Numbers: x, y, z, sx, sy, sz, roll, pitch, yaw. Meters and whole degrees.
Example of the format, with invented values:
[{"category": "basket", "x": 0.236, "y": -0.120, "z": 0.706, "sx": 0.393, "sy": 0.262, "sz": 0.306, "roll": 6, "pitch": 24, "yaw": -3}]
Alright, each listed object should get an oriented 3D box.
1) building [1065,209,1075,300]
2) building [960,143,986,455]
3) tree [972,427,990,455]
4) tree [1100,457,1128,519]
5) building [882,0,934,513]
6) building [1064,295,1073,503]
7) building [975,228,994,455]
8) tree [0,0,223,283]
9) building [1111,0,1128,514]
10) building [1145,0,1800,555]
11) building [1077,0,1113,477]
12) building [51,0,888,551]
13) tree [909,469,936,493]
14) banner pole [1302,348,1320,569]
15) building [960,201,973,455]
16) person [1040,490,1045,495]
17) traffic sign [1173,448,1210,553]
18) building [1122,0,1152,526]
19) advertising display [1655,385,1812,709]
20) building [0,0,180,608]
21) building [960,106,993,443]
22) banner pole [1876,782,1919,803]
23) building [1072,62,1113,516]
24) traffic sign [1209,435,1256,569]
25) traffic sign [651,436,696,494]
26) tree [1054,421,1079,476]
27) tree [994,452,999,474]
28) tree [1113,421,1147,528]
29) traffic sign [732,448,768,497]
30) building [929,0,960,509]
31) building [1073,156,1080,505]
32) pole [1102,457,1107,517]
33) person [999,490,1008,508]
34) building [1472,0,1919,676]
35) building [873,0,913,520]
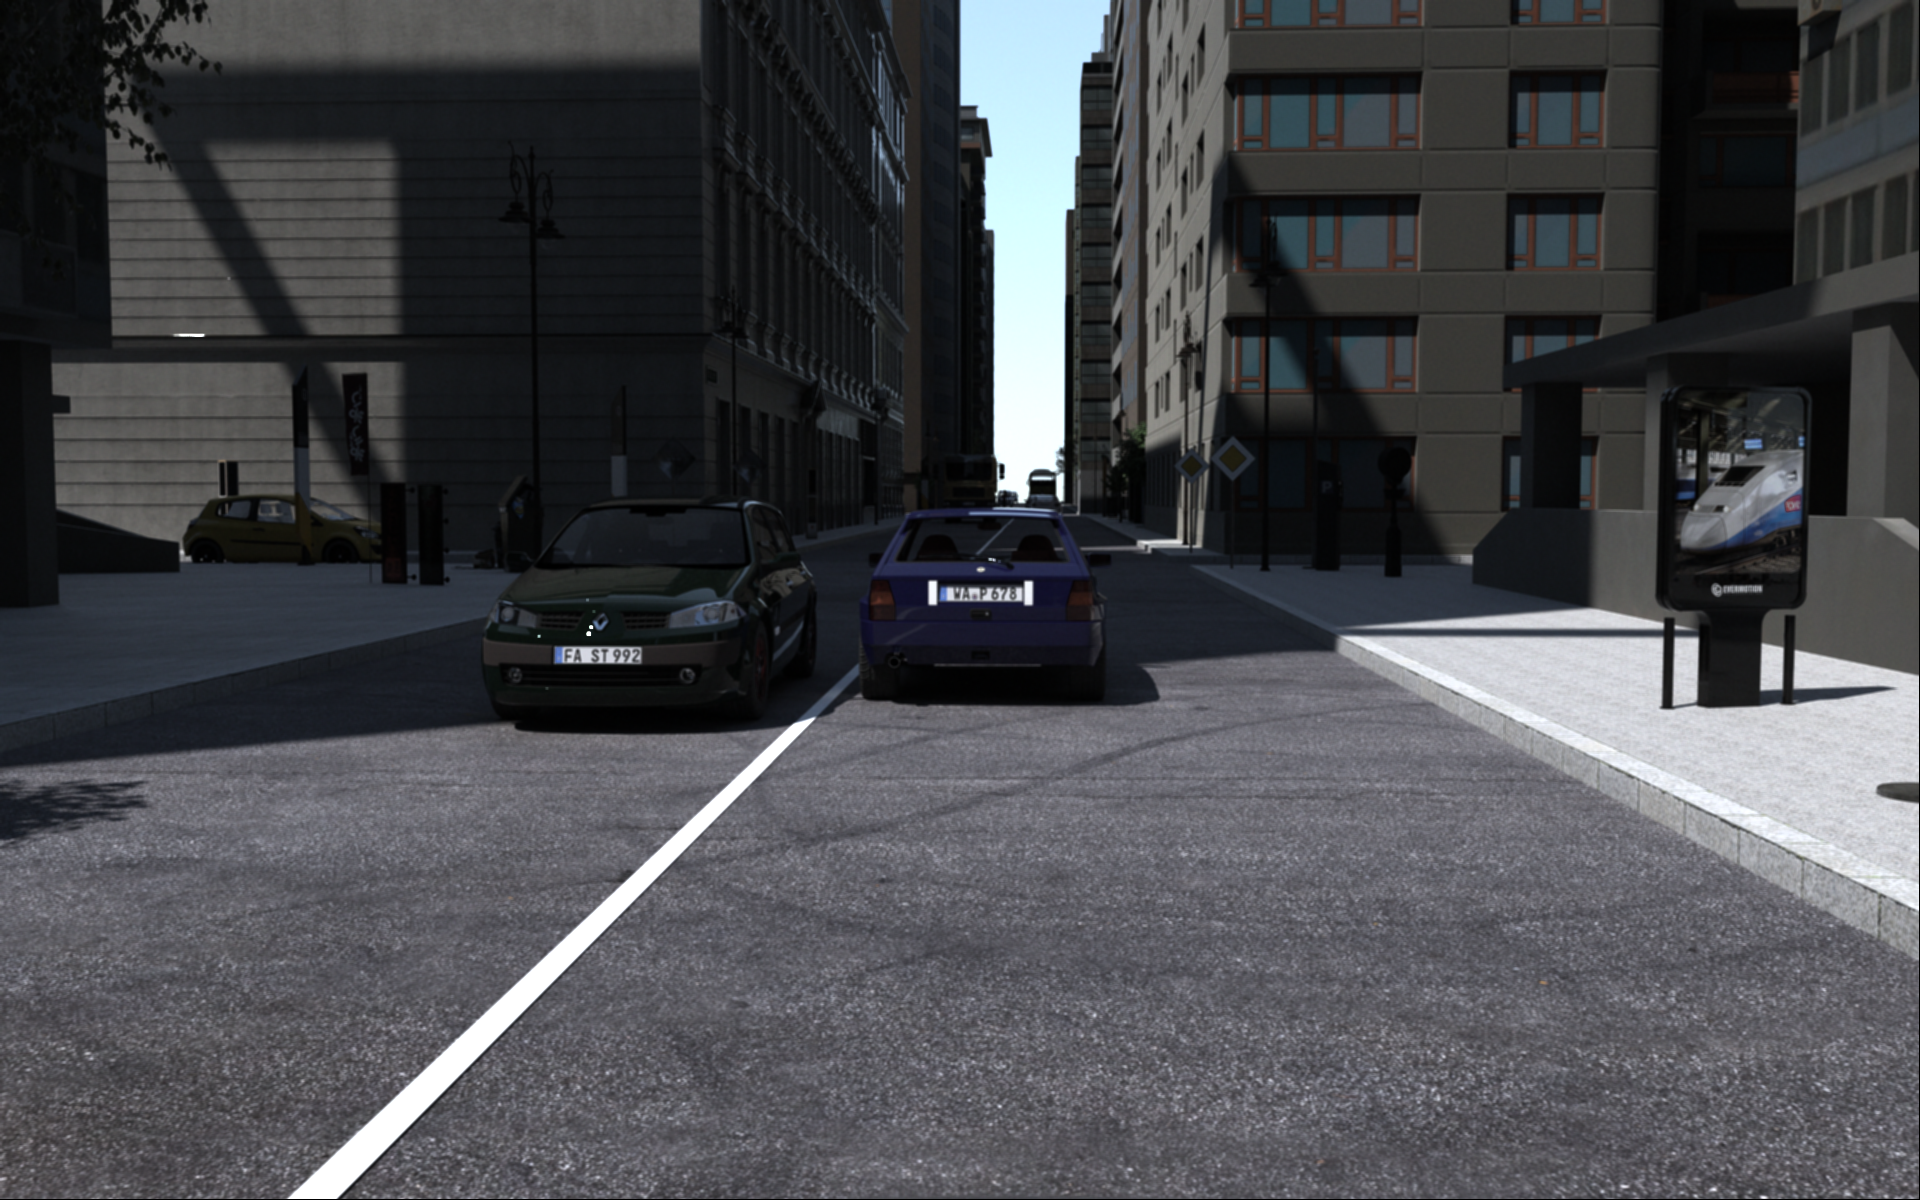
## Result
[{"category": "building", "x": 22.979, "y": -37.545, "z": 263.977, "sx": 14.600, "sy": 45.320, "sz": 14.200, "roll": 0, "pitch": 4, "yaw": 3}, {"category": "building", "x": -8.134, "y": -34.073, "z": 211.711, "sx": 22.147, "sy": 44.769, "sz": 28.867, "roll": 0, "pitch": 4, "yaw": 3}, {"category": "tree", "x": 1.333, "y": -14.715, "z": 190.955, "sx": 4.737, "sy": 8.622, "sz": 4.395, "roll": 0, "pitch": 3, "yaw": 0}, {"category": "tree", "x": 7.937, "y": -5.763, "z": 88.826, "sx": 1.663, "sy": 3.219, "sz": 1.824, "roll": 0, "pitch": 3, "yaw": 0}, {"category": "building", "x": -9.137, "y": -28.795, "z": 120.915, "sx": 14.600, "sy": 45.320, "sz": 14.200, "roll": 0, "pitch": 4, "yaw": 3}, {"category": "building", "x": 22.106, "y": -29.273, "z": 250.311, "sx": 14.160, "sy": 30.474, "sz": 14.107, "roll": 0, "pitch": 4, "yaw": 3}, {"category": "building", "x": -2.041, "y": -35.294, "z": 260.658, "sx": 14.154, "sy": 41.232, "sz": 14.086, "roll": 0, "pitch": 4, "yaw": 3}, {"category": "tree", "x": -6.835, "y": -3.741, "z": 11.521, "sx": 4.360, "sy": 8.622, "sz": 3.978, "roll": 0, "pitch": 3, "yaw": 0}, {"category": "building", "x": 19.998, "y": -29.173, "z": 100.678, "sx": 21.300, "sy": 48.544, "sz": 21.600, "roll": 0, "pitch": 4, "yaw": 3}, {"category": "building", "x": 20.635, "y": -12.473, "z": 48.978, "sx": 28.899, "sy": 21.520, "sz": 27.650, "roll": 0, "pitch": 4, "yaw": 3}, {"category": "building", "x": 23.873, "y": -33.804, "z": 172.299, "sx": 23.786, "sy": 49.044, "sz": 30.456, "roll": 0, "pitch": 4, "yaw": 3}, {"category": "building", "x": -12.633, "y": -17.335, "z": 59.845, "sx": 17.030, "sy": 29.872, "sz": 44.131, "roll": 0, "pitch": 4, "yaw": 3}, {"category": "tree", "x": -2.188, "y": -7.153, "z": 111.546, "sx": 1.663, "sy": 3.219, "sz": 1.824, "roll": 0, "pitch": 3, "yaw": 0}, {"category": "banner pole", "x": 6.132, "y": -2.442, "z": 29.948, "sx": 0.401, "sy": 3.779, "sz": 0.863, "roll": 1, "pitch": 4, "yaw": 9}, {"category": "building", "x": -5.982, "y": -24.852, "z": 178.023, "sx": 14.160, "sy": 30.474, "sz": 14.107, "roll": 0, "pitch": 4, "yaw": 3}, {"category": "person", "x": 6.330, "y": -7.521, "z": 132.413, "sx": 0.756, "sy": 1.711, "sz": 0.436, "roll": 2, "pitch": 4, "yaw": 30}, {"category": "traffic sign", "x": 5.021, "y": -2.078, "z": 37.618, "sx": 0.795, "sy": 2.450, "sz": 0.064, "roll": 0, "pitch": 4, "yaw": 3}, {"category": "building", "x": 14.346, "y": -25.997, "z": 75.154, "sx": 14.600, "sy": 45.320, "sz": 14.200, "roll": 0, "pitch": 4, "yaw": 3}, {"category": "advertising display", "x": 4.645, "y": -0.318, "z": 10.411, "sx": 0.974, "sy": 1.923, "sz": 0.123, "roll": -1, "pitch": 4, "yaw": -15}, {"category": "building", "x": -21.936, "y": -19.684, "z": 13.707, "sx": 23.993, "sy": 40.220, "sz": 32.217, "roll": 0, "pitch": 4, "yaw": 3}, {"category": "building", "x": -10.188, "y": -39.785, "z": 239.728, "sx": 28.713, "sy": 52.752, "sz": 27.495, "roll": 0, "pitch": 4, "yaw": 3}, {"category": "banner pole", "x": 4.231, "y": -1.040, "z": 7.027, "sx": 0.401, "sy": 3.779, "sz": 0.863, "roll": -2, "pitch": 4, "yaw": -32}, {"category": "building", "x": 15.195, "y": -21.264, "z": 119.368, "sx": 14.160, "sy": 30.474, "sz": 14.107, "roll": 0, "pitch": 4, "yaw": 3}, {"category": "traffic sign", "x": 4.657, "y": -1.590, "z": 29.642, "sx": 0.795, "sy": 2.450, "sz": 0.064, "roll": 0, "pitch": 4, "yaw": 3}, {"category": "traffic sign", "x": -4.976, "y": -1.618, "z": 30.100, "sx": 0.795, "sy": 2.450, "sz": 0.064, "roll": 0, "pitch": 4, "yaw": 3}, {"category": "tree", "x": 13.970, "y": -16.091, "z": 197.502, "sx": 7.601, "sy": 10.594, "sz": 8.767, "roll": 3, "pitch": 5, "yaw": 41}, {"category": "tree", "x": 4.308, "y": -19.724, "z": 272.845, "sx": 4.360, "sy": 8.622, "sz": 3.978, "roll": 0, "pitch": 3, "yaw": 0}, {"category": "tree", "x": 7.581, "y": -5.076, "z": 66.711, "sx": 4.285, "sy": 4.588, "sz": 4.351, "roll": 0, "pitch": 3, "yaw": 0}, {"category": "traffic sign", "x": -4.612, "y": -2.106, "z": 38.077, "sx": 0.795, "sy": 2.450, "sz": 0.064, "roll": 0, "pitch": 4, "yaw": 3}, {"category": "building", "x": -11.072, "y": -36.690, "z": 141.883, "sx": 21.231, "sy": 58.520, "sz": 28.212, "roll": 0, "pitch": 4, "yaw": 3}, {"category": "building", "x": 20.946, "y": -32.305, "z": 211.773, "sx": 14.154, "sy": 41.232, "sz": 14.086, "roll": 0, "pitch": 4, "yaw": 3}, {"category": "pole", "x": 8.046, "y": -6.272, "z": 96.386, "sx": 0.158, "sy": 3.312, "sz": 0.155, "roll": 0, "pitch": 3, "yaw": 0}, {"category": "person", "x": 3.284, "y": -7.418, "z": 130.503, "sx": 0.721, "sy": 1.743, "sz": 1.217, "roll": -2, "pitch": 4, "yaw": -32}, {"category": "building", "x": 23.124, "y": -19.822, "z": 15.964, "sx": 32.217, "sy": 40.220, "sz": 23.993, "roll": 0, "pitch": 4, "yaw": 3}, {"category": "building", "x": -9.871, "y": -18.712, "z": 91.852, "sx": 13.634, "sy": 28.700, "sz": 20.117, "roll": 0, "pitch": 4, "yaw": 3}]
